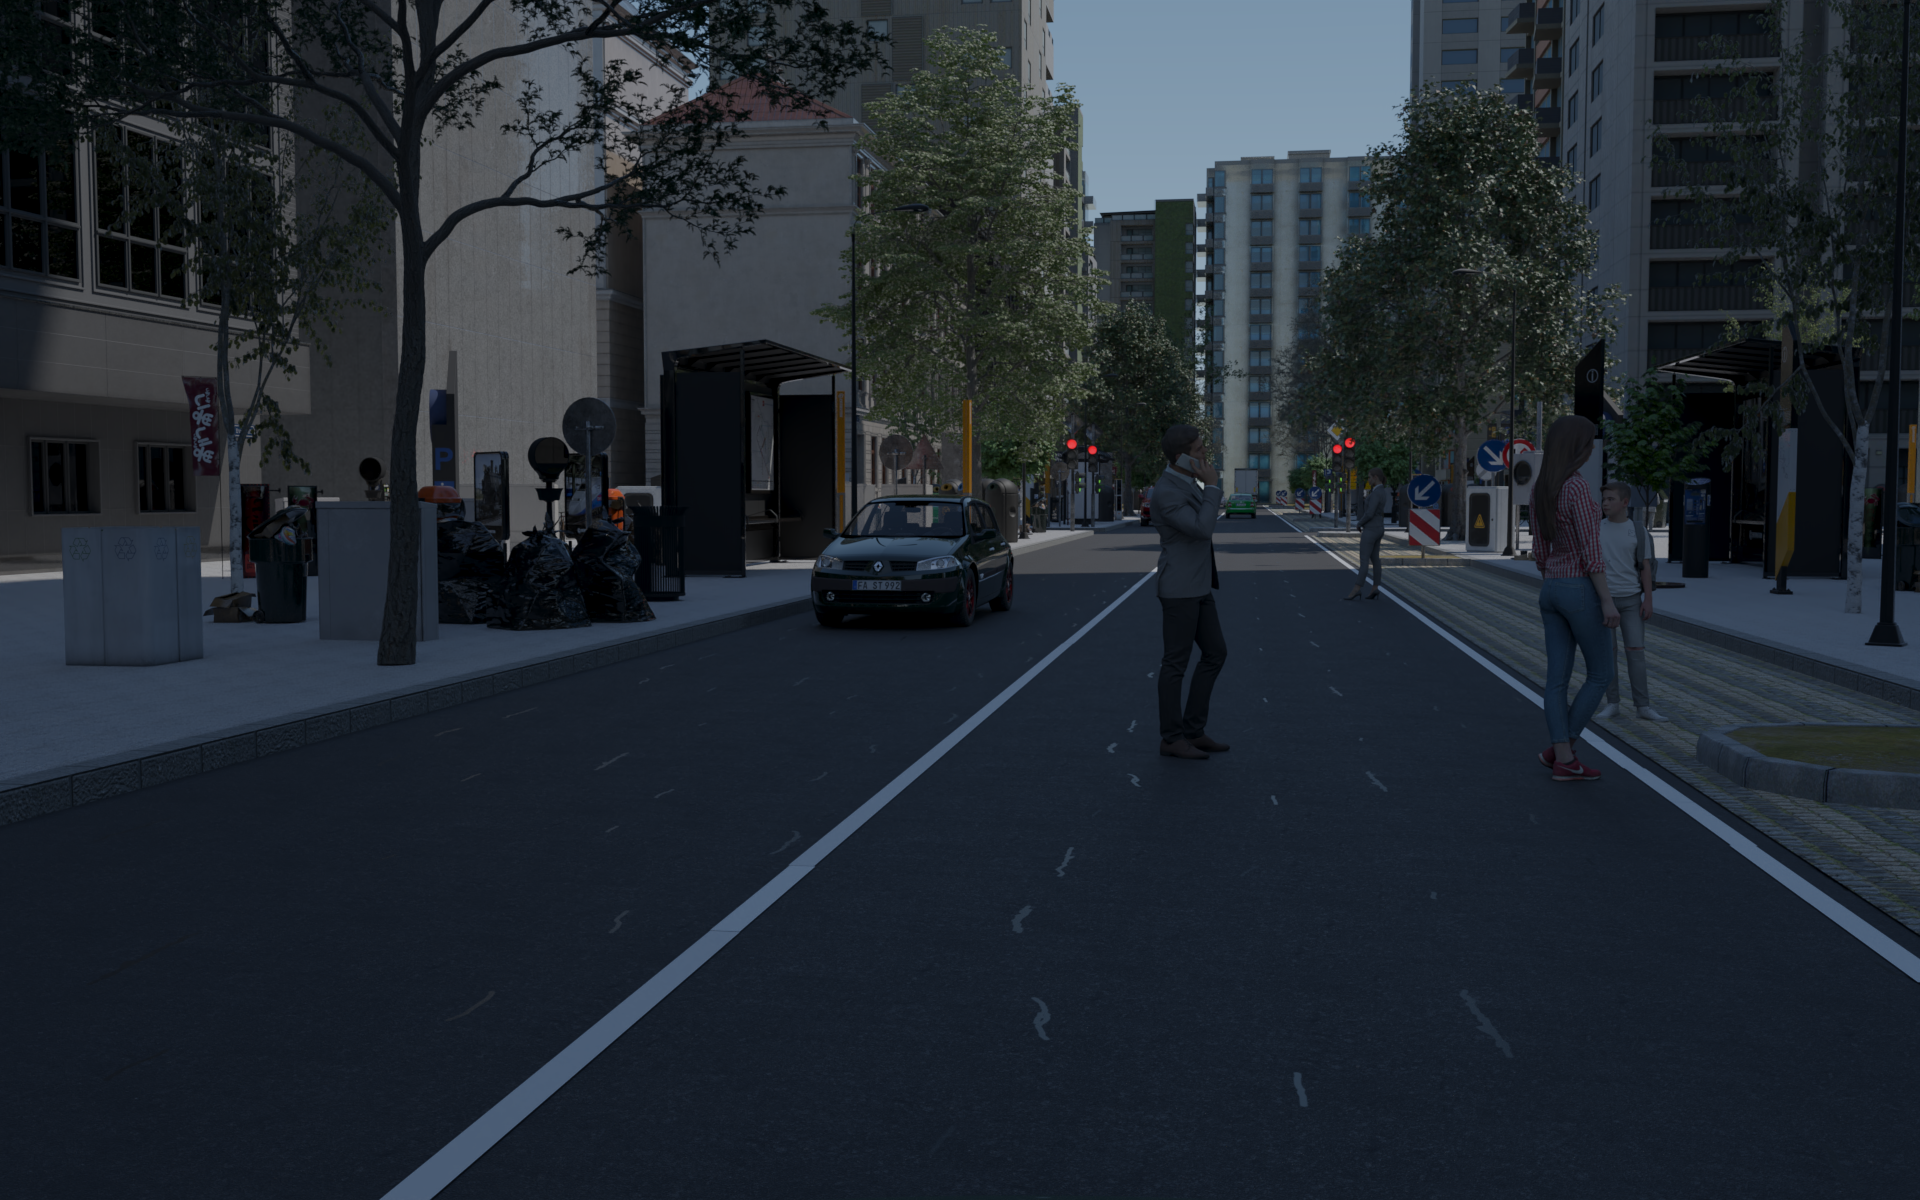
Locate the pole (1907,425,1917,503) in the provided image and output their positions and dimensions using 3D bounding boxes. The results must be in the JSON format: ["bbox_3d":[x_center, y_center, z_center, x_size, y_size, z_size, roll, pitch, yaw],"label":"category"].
[{"bbox_3d":[27.992,-3.494,50.967,0.158,3.312,0.155,0,3,0],"label":"pole"}]

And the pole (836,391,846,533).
[{"bbox_3d":[-2.367,-2.481,34.407,0.158,3.312,0.155,0,3,0],"label":"pole"}]

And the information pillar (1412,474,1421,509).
[{"bbox_3d":[16.951,-3.660,64.325,0.304,2.012,0.304,2,4,27],"label":"information pillar"}]

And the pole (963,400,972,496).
[{"bbox_3d":[0.156,-2.680,37.657,0.158,3.312,0.155,0,3,0],"label":"pole"}]

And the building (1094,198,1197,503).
[{"bbox_3d":[25.883,-34.191,242.610,14.086,41.232,14.154,1,4,9],"label":"building"}]

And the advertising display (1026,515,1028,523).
[{"bbox_3d":[2.886,-4.237,74.481,0.123,1.923,0.974,1,4,18],"label":"advertising display"}]

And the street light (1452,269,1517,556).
[{"bbox_3d":[10.858,-3.870,35.821,1.470,5.913,1.316,1,4,9],"label":"street light"}]

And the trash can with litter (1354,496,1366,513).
[{"bbox_3d":[27.770,-6.653,120.157,0.624,1.170,1.055,-3,5,-43],"label":"trash can with litter"}]

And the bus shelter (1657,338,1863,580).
[{"bbox_3d":[13.129,-2.305,28.964,1.731,3.624,6.357,1,4,9],"label":"bus shelter"}]

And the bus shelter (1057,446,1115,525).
[{"bbox_3d":[5.502,-4.965,75.098,2.014,3.302,5.546,1,4,9],"label":"bus shelter"}]

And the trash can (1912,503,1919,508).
[{"bbox_3d":[16.204,-1.050,28.828,0.748,1.137,0.748,0,3,0],"label":"trash can"}]

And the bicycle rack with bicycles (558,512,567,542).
[{"bbox_3d":[-9.000,-1.761,42.175,2.852,0.926,2.925,-1,4,-17],"label":"bicycle rack with bicycles"}]

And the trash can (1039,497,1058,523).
[{"bbox_3d":[3.705,-3.951,76.246,0.748,1.137,0.748,0,3,0],"label":"trash can"}]

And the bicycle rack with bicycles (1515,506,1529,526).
[{"bbox_3d":[22.330,-3.533,71.143,2.925,0.926,2.852,-1,4,-11],"label":"bicycle rack with bicycles"}]

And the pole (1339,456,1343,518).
[{"bbox_3d":[20.508,-6.078,93.216,0.158,3.312,0.155,0,3,0],"label":"pole"}]

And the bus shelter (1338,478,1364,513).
[{"bbox_3d":[25.618,-7.339,113.921,2.014,3.302,5.546,1,4,9],"label":"bus shelter"}]

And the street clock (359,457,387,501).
[{"bbox_3d":[-11.591,-1.814,34.229,0.471,2.002,0.358,0,4,7],"label":"street clock"}]

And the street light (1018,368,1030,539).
[{"bbox_3d":[2.357,-4.686,49.160,1.470,5.913,1.316,1,4,9],"label":"street light"}]

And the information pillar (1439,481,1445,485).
[{"bbox_3d":[26.587,-5.584,95.792,0.304,2.012,0.304,-3,5,-41],"label":"information pillar"}]

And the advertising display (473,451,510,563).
[{"bbox_3d":[-7.123,-1.293,26.355,0.123,1.923,0.974,-3,5,-40],"label":"advertising display"}]

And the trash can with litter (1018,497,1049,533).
[{"bbox_3d":[2.382,-2.801,57.186,1.055,1.170,0.624,1,4,21],"label":"trash can with litter"}]

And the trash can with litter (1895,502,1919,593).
[{"bbox_3d":[12.667,-0.695,22.751,0.624,1.170,1.055,0,4,-8],"label":"trash can with litter"}]

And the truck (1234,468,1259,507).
[{"bbox_3d":[31.892,-12.479,192.947,2.839,4.237,11.283,1,4,10],"label":"truck"}]

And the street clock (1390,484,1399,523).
[{"bbox_3d":[18.957,-4.344,75.598,0.358,2.002,0.471,3,4,37],"label":"street clock"}]

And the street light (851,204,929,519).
[{"bbox_3d":[-1.186,-3.389,27.958,1.470,5.913,1.316,1,4,9],"label":"street light"}]

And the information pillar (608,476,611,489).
[{"bbox_3d":[-14.579,-4.104,71.588,0.304,2.012,0.304,0,4,-3],"label":"information pillar"}]

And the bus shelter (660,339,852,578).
[{"bbox_3d":[-3.303,-2.337,29.495,1.731,3.624,6.357,1,4,9],"label":"bus shelter"}]

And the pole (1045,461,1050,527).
[{"bbox_3d":[3.400,-4.488,67.214,0.158,3.312,0.155,0,3,0],"label":"pole"}]

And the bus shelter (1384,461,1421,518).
[{"bbox_3d":[23.127,-5.999,92.000,2.014,3.302,5.546,1,4,9],"label":"bus shelter"}]

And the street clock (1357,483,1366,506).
[{"bbox_3d":[21.160,-5.305,91.312,0.358,2.002,0.471,-1,4,-22],"label":"street clock"}]

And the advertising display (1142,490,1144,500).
[{"bbox_3d":[13.875,-7.703,131.164,0.123,1.923,0.974,1,4,8],"label":"advertising display"}]

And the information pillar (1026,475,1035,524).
[{"bbox_3d":[2.878,-4.976,72.719,0.504,3.616,0.183,2,4,27],"label":"information pillar"}]

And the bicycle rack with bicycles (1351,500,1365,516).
[{"bbox_3d":[23.566,-5.285,99.795,2.852,0.926,2.925,-3,5,-44],"label":"bicycle rack with bicycles"}]

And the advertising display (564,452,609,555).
[{"bbox_3d":[-5.841,-1.338,27.090,0.974,1.923,0.123,3,5,41],"label":"advertising display"}]

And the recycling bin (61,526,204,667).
[{"bbox_3d":[-6.310,-0.041,13.231,0.722,1.027,0.722,1,4,9],"label":"recycling bin"}]

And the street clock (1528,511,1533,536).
[{"bbox_3d":[17.681,-2.993,53.502,0.471,2.002,0.358,1,4,20],"label":"street clock"}]

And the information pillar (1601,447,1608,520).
[{"bbox_3d":[9.992,-1.393,27.274,0.304,2.012,0.304,3,5,39],"label":"information pillar"}]

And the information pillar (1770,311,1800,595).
[{"bbox_3d":[10.535,-1.878,22.055,0.183,3.616,0.504,1,4,9],"label":"information pillar"}]

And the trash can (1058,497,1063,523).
[{"bbox_3d":[4.344,-4.074,78.265,0.748,1.137,0.748,0,3,0],"label":"trash can"}]

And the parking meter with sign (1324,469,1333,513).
[{"bbox_3d":[25.691,-7.604,120.593,0.543,3.016,1.738,1,4,18],"label":"parking meter with sign"}]

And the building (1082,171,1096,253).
[{"bbox_3d":[4.406,-38.592,250.589,30.456,49.044,23.786,1,4,9],"label":"building"}]

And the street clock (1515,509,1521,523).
[{"bbox_3d":[25.136,-4.493,78.024,0.358,2.002,0.471,-3,4,-38],"label":"street clock"}]

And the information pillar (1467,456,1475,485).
[{"bbox_3d":[31.377,-7.038,106.423,0.183,3.616,0.504,-3,5,-40],"label":"information pillar"}]

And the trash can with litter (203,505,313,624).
[{"bbox_3d":[-7.014,-0.359,17.259,1.055,1.170,0.624,0,4,5],"label":"trash can with litter"}]

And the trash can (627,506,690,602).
[{"bbox_3d":[-3.613,-0.561,20.819,0.748,1.137,0.748,0,3,0],"label":"trash can"}]

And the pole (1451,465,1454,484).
[{"bbox_3d":[34.563,-7.813,121.591,0.158,3.312,0.155,0,3,0],"label":"pole"}]

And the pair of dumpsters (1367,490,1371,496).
[{"bbox_3d":[27.478,-6.756,112.957,1.574,2.255,4.437,1,4,10],"label":"pair of dumpsters"}]

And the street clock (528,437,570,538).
[{"bbox_3d":[-5.223,-1.068,22.035,0.471,2.002,0.358,-2,4,-35],"label":"street clock"}]

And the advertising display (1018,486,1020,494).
[{"bbox_3d":[4.192,-7.419,126.512,0.974,1.923,0.123,1,4,17],"label":"advertising display"}]

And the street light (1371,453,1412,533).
[{"bbox_3d":[14.394,-5.192,57.432,1.470,5.913,1.316,1,4,9],"label":"street light"}]

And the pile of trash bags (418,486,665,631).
[{"bbox_3d":[-4.712,-0.498,17.891,3.447,1.369,1.912,3,5,44],"label":"pile of trash bags"}]

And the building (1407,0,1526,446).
[{"bbox_3d":[58.644,-39.328,185.013,21.231,58.520,28.212,1,4,9],"label":"building"}]

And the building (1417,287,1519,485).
[{"bbox_3d":[56.972,-19.113,157.529,27.650,21.520,28.899,1,4,9],"label":"building"}]

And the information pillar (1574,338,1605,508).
[{"bbox_3d":[9.558,-2.140,26.343,0.183,3.616,0.504,-2,4,-32],"label":"information pillar"}]

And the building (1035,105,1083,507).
[{"bbox_3d":[4.923,-30.234,177.926,14.154,41.232,14.086,1,4,9],"label":"building"}]

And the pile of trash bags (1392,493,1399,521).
[{"bbox_3d":[21.602,-4.479,82.979,1.912,1.369,3.447,-1,4,-12],"label":"pile of trash bags"}]

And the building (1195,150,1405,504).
[{"bbox_3d":[48.704,-38.181,243.869,30.456,49.044,23.786,1,4,9],"label":"building"}]

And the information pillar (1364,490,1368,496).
[{"bbox_3d":[32.554,-9.044,139.228,0.504,3.616,0.183,-1,4,-19],"label":"information pillar"}]

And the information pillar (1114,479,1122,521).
[{"bbox_3d":[7.687,-4.871,84.140,0.304,2.012,0.304,-1,4,-12],"label":"information pillar"}]
